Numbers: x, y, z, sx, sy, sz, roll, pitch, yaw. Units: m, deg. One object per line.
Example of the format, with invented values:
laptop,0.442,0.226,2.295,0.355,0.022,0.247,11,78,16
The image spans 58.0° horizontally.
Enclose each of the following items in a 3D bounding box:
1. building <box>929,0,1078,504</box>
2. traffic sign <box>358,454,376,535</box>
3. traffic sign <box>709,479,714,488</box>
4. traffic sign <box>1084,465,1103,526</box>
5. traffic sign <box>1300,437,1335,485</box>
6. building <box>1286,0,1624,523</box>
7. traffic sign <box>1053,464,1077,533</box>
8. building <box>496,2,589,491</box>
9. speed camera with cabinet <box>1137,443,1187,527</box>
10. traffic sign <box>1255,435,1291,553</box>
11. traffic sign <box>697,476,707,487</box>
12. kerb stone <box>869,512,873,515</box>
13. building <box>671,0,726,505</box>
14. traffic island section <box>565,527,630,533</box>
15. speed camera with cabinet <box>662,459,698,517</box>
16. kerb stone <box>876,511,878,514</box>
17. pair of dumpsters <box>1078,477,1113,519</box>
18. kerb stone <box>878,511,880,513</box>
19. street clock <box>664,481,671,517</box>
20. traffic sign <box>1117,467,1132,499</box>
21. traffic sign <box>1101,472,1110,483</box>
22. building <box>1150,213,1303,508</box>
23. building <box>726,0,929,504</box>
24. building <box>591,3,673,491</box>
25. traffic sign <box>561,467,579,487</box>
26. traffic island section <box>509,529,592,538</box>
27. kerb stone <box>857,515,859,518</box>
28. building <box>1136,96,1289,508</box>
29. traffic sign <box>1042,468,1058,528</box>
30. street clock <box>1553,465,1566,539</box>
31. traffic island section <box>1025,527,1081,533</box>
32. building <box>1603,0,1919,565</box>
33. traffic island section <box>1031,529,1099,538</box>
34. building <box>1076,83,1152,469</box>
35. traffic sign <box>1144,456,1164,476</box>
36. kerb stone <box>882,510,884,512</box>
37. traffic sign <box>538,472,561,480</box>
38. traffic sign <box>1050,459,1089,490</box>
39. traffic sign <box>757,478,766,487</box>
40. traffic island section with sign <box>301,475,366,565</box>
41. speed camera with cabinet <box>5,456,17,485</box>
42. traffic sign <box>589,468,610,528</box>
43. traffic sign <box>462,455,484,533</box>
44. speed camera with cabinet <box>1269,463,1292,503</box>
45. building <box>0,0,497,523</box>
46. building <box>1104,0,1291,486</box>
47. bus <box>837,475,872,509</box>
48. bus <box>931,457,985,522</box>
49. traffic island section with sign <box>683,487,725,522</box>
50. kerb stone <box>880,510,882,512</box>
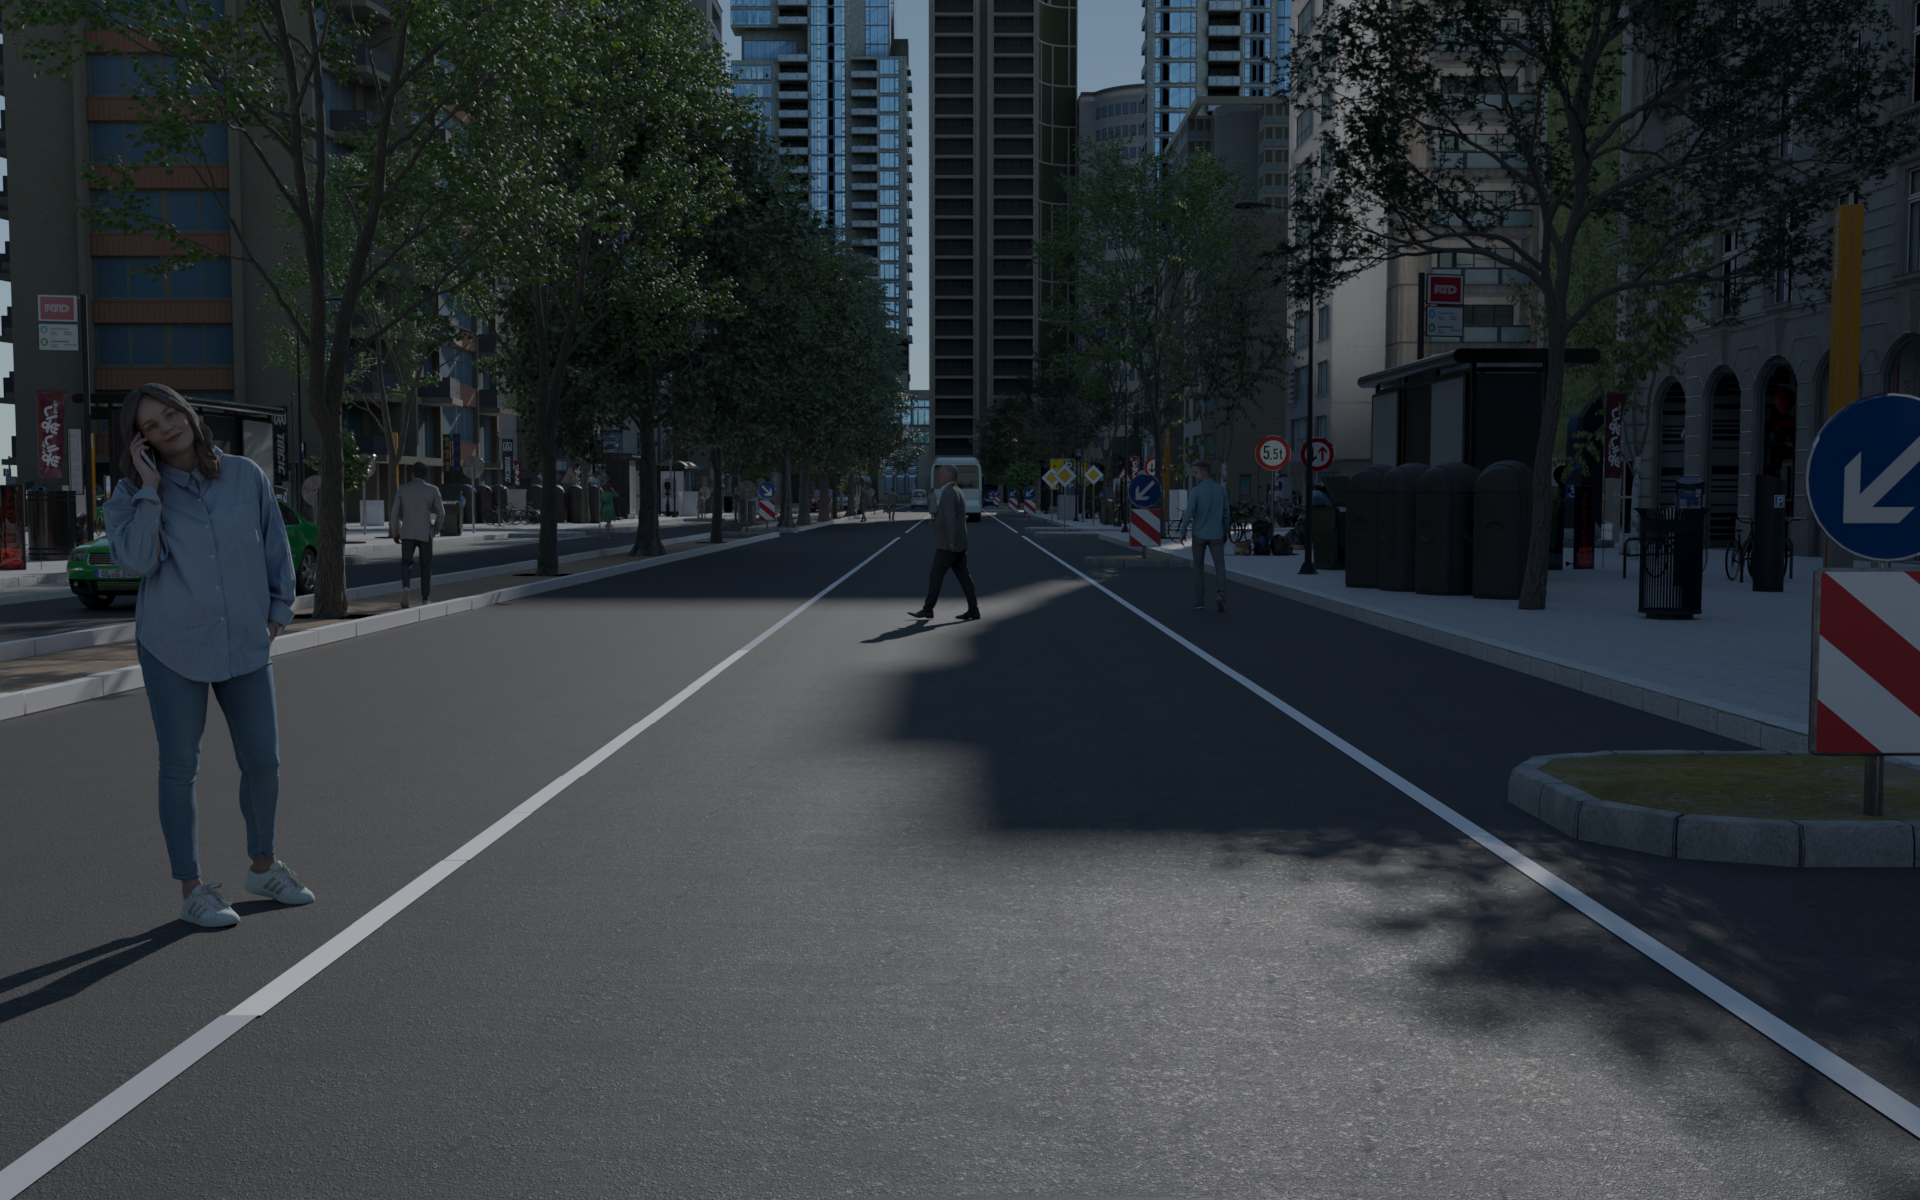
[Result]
building,6.066,-49.248,243.454,20.611,71.187,20.563,0,3,0
traffic sign,-18.750,-3.327,54.502,0.768,2.556,0.104,0,4,8
traffic sign,-16.720,-7.058,117.524,0.606,2.300,0.079,0,4,3
traffic sign,5.280,-4.118,68.522,0.795,2.450,0.064,0,4,4
traffic sign,8.007,-2.372,38.881,0.768,2.556,0.104,0,4,6
building,23.701,-24.348,81.678,14.086,41.232,14.154,0,3,0
traffic sign,3.476,-3.293,57.479,0.795,2.450,0.064,0,3,0
building,-33.652,-26.616,118.759,14.154,41.232,14.086,0,3,0
speed camera with cabinet,7.851,-4.458,67.217,2.038,3.252,0.660,3,5,44
traffic sign,6.787,-2.294,37.611,0.768,2.556,0.104,1,4,9
traffic sign,-17.822,-7.326,119.887,0.768,2.556,0.104,1,4,8
kerb stone,-6.193,-5.851,117.852,0.120,0.150,1.000,0,3,0
building,-41.077,-39.884,194.107,28.212,58.520,21.231,0,3,0
traffic island section,-13.648,-2.645,65.532,2.009,0.180,2.903,0,3,0
speed camera with cabinet,-15.996,-6.398,98.951,2.038,3.252,0.660,-3,4,-37
kerb stone,-6.204,-6.290,125.034,0.120,0.150,1.000,0,3,0
pair of dumpsters,7.099,-5.374,90.364,1.574,2.255,4.437,0,3,0
kerb stone,-6.206,-6.475,128.108,0.120,0.150,1.000,0,3,0
street clock,-16.495,-5.698,97.729,0.358,2.002,0.471,-2,4,-29
traffic sign,7.751,-5.012,81.947,0.884,2.594,0.081,0,4,1
traffic sign,8.222,-6.057,99.135,0.768,2.556,0.104,0,4,0
building,28.747,-16.890,121.198,27.650,21.520,28.899,0,3,0
building,-19.740,-56.967,244.074,31.000,86.520,22.319,0,3,0
building,-37.649,-51.469,154.195,22.319,86.520,31.000,0,3,0
traffic sign,-18.544,-5.037,82.356,0.884,2.594,0.081,0,4,0
traffic island section,-13.642,-2.157,57.547,2.009,0.180,2.903,0,3,0
kerb stone,-6.185,-4.909,102.458,0.120,0.150,1.000,0,3,0
building,32.767,-28.765,162.192,32.217,40.220,23.993,0,3,0
traffic sign,3.470,-3.781,65.464,0.795,2.450,0.064,0,3,0
street clock,15.148,-2.381,43.503,0.471,2.002,0.358,2,4,30
traffic island section,3.493,-2.646,65.541,2.009,0.180,2.903,0,3,0
building,23.156,-11.739,33.731,13.314,21.916,24.055,0,3,0
traffic island section,3.500,-2.158,57.556,2.009,0.180,2.903,0,3,0
building,30.476,-42.999,245.030,28.212,58.520,21.231,0,3,0
traffic sign,6.572,-3.560,58.318,0.768,2.556,0.104,0,4,7
kerb stone,-6.204,-6.850,134.268,0.120,0.150,1.000,0,3,0
traffic sign,-13.618,-3.293,57.485,0.795,2.450,0.064,0,3,0
traffic sign,6.278,-6.452,99.361,2.265,3.308,0.079,0,4,5
traffic sign,-15.921,-8.479,138.743,0.768,2.556,0.104,0,4,2
traffic island section with sign,-13.294,-1.636,35.382,1.989,1.847,2.006,0,3,0
speed camera with cabinet,-48.997,-5.801,89.178,0.660,3.252,2.038,0,4,-7
traffic sign,-13.625,-3.782,65.470,0.795,2.450,0.064,0,3,0
traffic sign,-16.022,-3.479,56.982,0.768,2.556,0.104,0,4,6
speed camera with cabinet,17.579,-6.159,95.043,0.660,3.252,2.038,-1,4,-11
building,-35.874,-26.581,89.228,22.147,44.769,28.867,0,3,0
building,28.295,-53.550,188.220,22.319,86.520,31.000,0,3,0
bus,-10.028,-10.363,164.293,2.948,3.499,13.247,0,4,0
bus,-0.107,-6.039,93.605,2.948,3.499,13.247,0,4,1
traffic island section with sign,-13.353,-5.016,90.639,1.989,1.847,2.006,0,3,0
kerb stone,-6.217,-6.729,132.217,0.120,0.150,1.000,0,3,0
